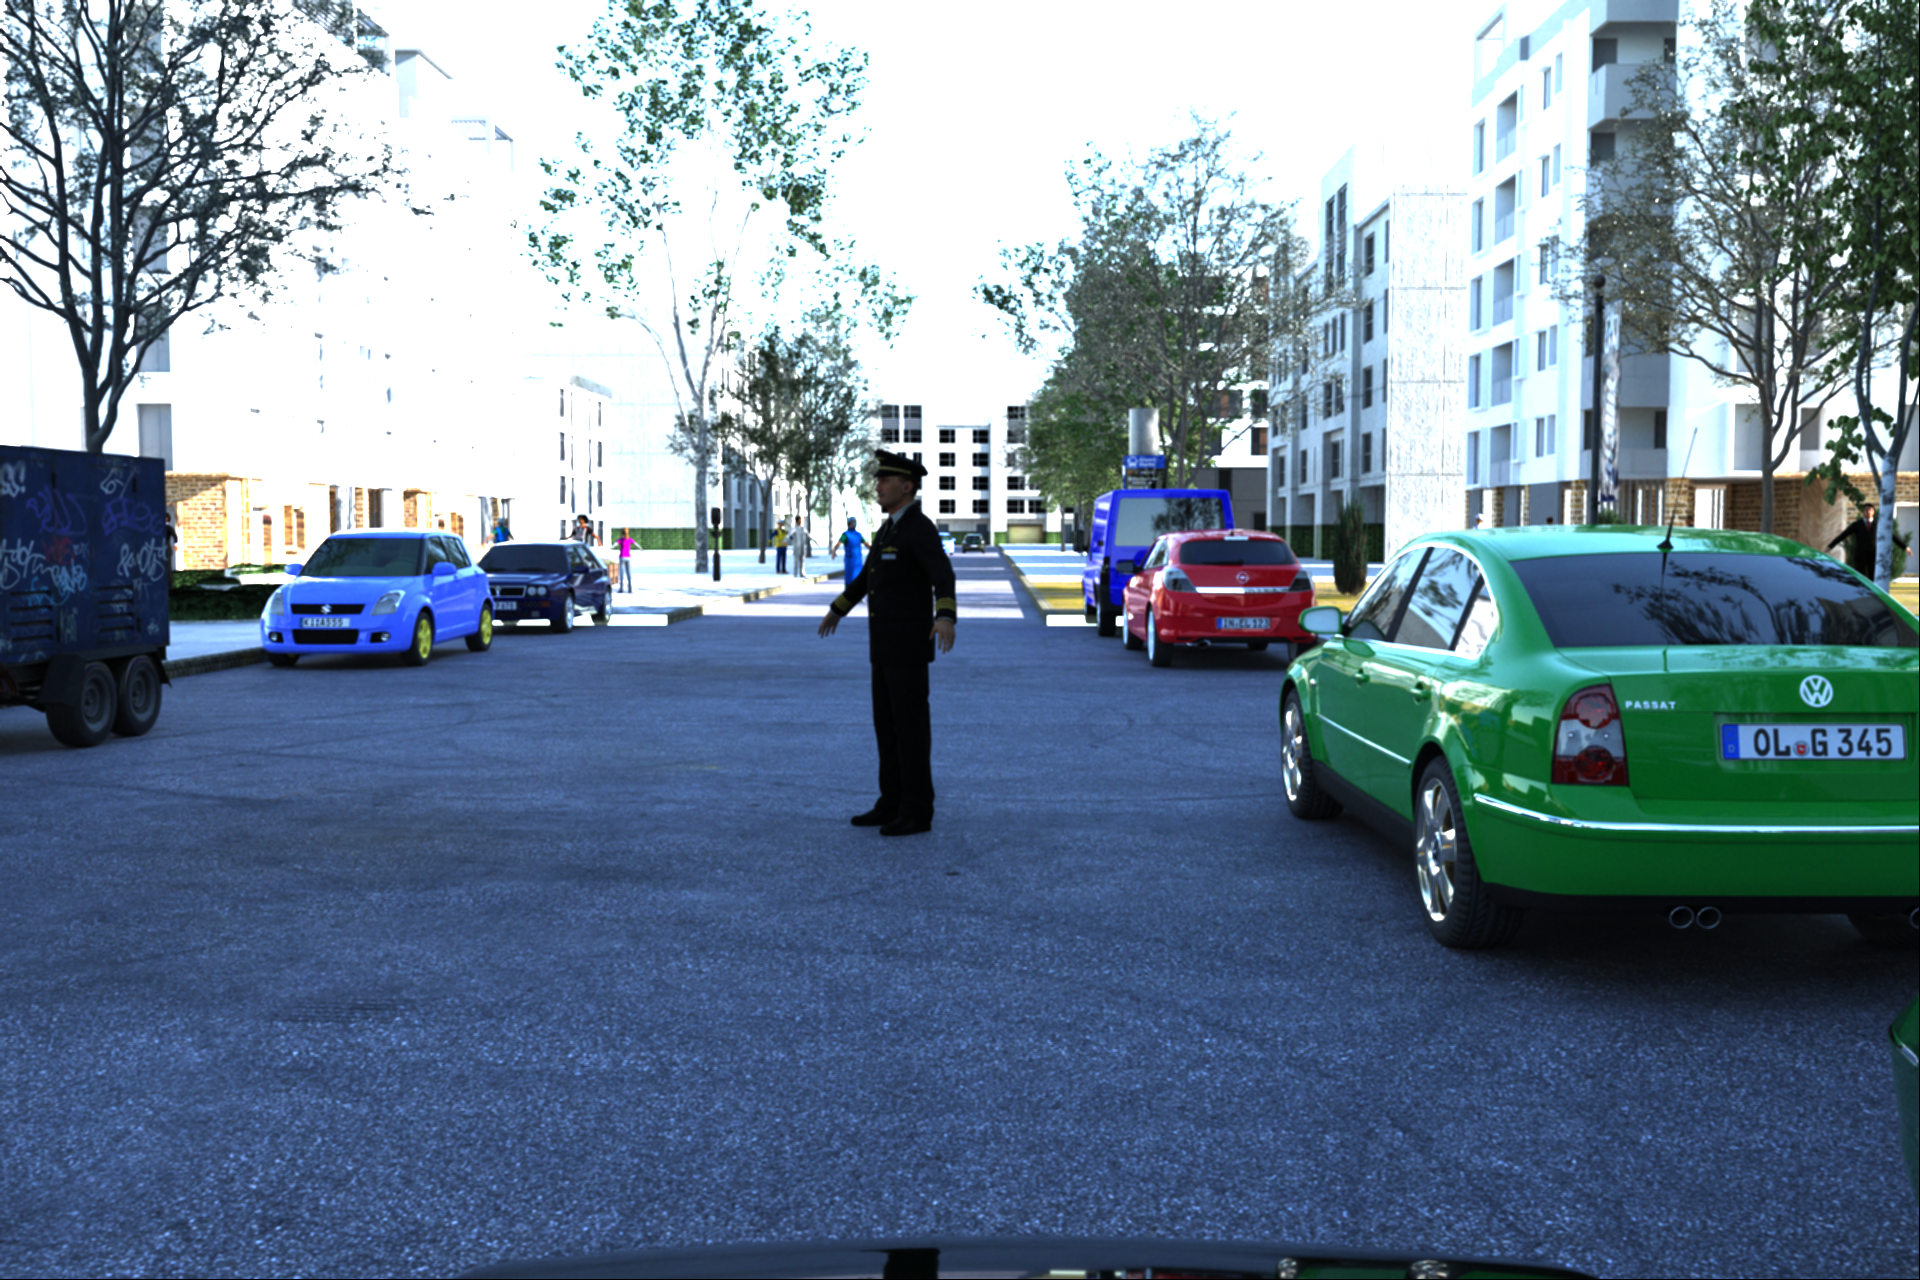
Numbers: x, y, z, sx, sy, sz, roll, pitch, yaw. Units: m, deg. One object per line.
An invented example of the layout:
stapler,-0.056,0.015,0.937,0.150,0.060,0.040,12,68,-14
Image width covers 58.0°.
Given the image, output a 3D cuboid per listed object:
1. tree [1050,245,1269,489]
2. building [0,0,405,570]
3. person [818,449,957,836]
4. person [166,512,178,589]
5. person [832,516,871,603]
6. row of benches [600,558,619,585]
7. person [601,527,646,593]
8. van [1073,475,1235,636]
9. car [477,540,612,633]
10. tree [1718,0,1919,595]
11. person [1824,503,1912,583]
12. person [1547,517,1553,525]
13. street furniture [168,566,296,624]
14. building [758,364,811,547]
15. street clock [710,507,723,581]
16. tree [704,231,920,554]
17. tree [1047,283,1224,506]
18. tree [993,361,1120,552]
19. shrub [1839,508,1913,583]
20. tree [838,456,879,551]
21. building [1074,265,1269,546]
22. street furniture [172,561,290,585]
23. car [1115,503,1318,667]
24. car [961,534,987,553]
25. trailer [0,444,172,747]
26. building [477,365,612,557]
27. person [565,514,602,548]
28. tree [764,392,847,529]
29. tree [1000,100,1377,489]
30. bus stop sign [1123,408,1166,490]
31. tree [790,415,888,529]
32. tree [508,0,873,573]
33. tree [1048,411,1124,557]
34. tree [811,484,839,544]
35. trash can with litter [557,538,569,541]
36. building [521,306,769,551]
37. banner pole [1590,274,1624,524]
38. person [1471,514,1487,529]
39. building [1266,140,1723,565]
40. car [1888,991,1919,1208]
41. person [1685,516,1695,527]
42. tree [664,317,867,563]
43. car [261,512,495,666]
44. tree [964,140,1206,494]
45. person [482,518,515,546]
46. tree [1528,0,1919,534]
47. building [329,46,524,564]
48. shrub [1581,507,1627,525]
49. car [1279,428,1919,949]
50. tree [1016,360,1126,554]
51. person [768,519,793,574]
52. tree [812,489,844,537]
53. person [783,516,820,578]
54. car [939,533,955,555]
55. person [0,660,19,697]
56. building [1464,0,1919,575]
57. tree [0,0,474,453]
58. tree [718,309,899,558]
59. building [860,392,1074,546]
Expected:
tree,6.965,-8.236,60.411,9.928,11.665,9.643,0,3,0
building,-25.982,-11.943,51.685,16.016,20.090,11.380,0,4,1
person,-0.315,0.000,8.388,0.705,1.837,1.347,-2,4,-29
person,-16.630,-1.795,36.064,1.216,1.740,0.721,2,4,34
person,-2.213,-1.683,36.109,0.704,1.817,1.347,3,5,43
row of benches,-8.946,-1.684,42.992,1.422,0.672,4.104,0,4,-6
person,-7.279,-1.729,37.542,0.991,1.433,0.599,-2,4,-27
van,2.888,-1.315,25.889,2.240,2.365,5.245,0,4,0
car,-6.460,-0.834,26.223,1.945,1.354,3.894,0,4,1
tree,9.239,-4.061,16.766,4.737,8.622,4.395,0,3,0
person,15.410,-1.422,29.430,1.347,1.806,0.705,1,4,21
person,17.619,-2.781,51.748,1.348,1.796,0.705,2,4,35
street furniture,-12.243,-0.877,29.967,5.734,0.657,10.072,1,4,11
building,-26.183,-19.459,184.607,16.747,18.905,31.486,0,4,2
street clock,-6.622,-2.602,47.107,0.358,2.002,0.471,0,3,0
tree,-9.214,-15.508,109.446,12.611,20.169,13.585,0,3,0
tree,7.348,-9.444,72.532,7.486,12.596,7.792,0,3,0
tree,7.211,-12.960,122.271,12.009,13.543,11.850,0,3,0
shrub,23.512,-2.451,44.499,1.690,2.028,1.600,0,3,0
tree,-6.821,-11.249,134.287,4.360,8.622,3.978,0,3,0
building,23.558,-18.583,147.806,27.936,21.610,32.646,0,4,1
street furniture,-16.236,-1.689,43.242,5.734,0.657,10.072,2,4,25
car,2.933,-0.681,20.171,2.155,1.783,4.494,0,4,0
car,1.041,-7.330,129.635,2.009,1.686,4.222,0,4,1
trailer,-6.530,-0.257,11.244,1.471,1.999,3.904,0,4,1
building,-24.604,-9.651,99.946,9.099,9.664,28.070,0,4,1
person,-10.405,-2.540,47.670,1.345,1.843,0.704,1,4,20
tree,-8.181,-8.171,83.953,4.360,8.622,3.978,0,3,0
tree,6.329,-8.447,48.485,12.009,13.543,11.850,0,3,0
bus stop sign,3.866,-2.903,36.472,0.837,3.901,0.837,0,4,2
tree,-8.166,-11.725,126.110,8.767,10.594,7.601,-1,4,-23
tree,-8.897,-12.368,58.101,12.611,20.169,13.585,0,3,0
tree,7.156,-9.026,97.943,4.737,8.622,4.395,0,3,0
tree,-17.895,-16.801,225.063,4.737,8.622,4.395,0,3,0
trash can with litter,-7.115,-1.273,31.867,1.678,1.210,2.233,0,4,2
building,-26.924,-17.359,150.272,16.747,18.905,31.486,0,4,1
banner pole,6.159,-1.625,16.579,0.401,3.779,0.863,0,4,1
person,14.609,-2.628,48.825,1.347,1.847,0.705,0,4,-7
building,26.264,-13.459,86.520,16.747,18.905,31.486,0,4,1
car,2.519,0.656,1.066,2.131,1.459,4.920,0,3,0
person,20.472,-2.597,48.682,0.704,1.802,1.346,1,4,20
tree,-8.550,-8.600,75.027,8.767,10.594,7.601,-1,4,-21
car,-6.636,-0.632,19.933,1.945,1.707,3.694,0,4,1
tree,6.131,-14.099,86.404,12.611,20.169,13.585,0,3,0
person,-15.196,-3.127,57.252,0.704,1.817,1.347,3,4,38
tree,16.598,-7.627,35.065,12.009,13.543,11.850,0,3,0
building,-25.862,-12.985,68.721,16.016,20.090,11.380,0,4,1
shrub,17.008,-2.516,45.564,1.690,2.028,1.600,0,3,0
car,2.540,0.088,7.356,1.959,1.807,4.718,0,4,0
tree,7.337,-11.779,110.711,7.486,12.596,7.792,0,3,0
person,-5.718,-3.023,55.891,1.216,1.772,0.721,-3,5,-44
tree,-16.395,-16.423,218.873,4.360,8.622,3.978,0,3,0
person,-4.701,-2.730,50.815,1.347,1.806,0.705,-3,5,-44
car,-1.293,-6.717,119.410,1.945,1.707,3.694,0,4,1
person,-3.772,0.184,5.573,1.348,1.813,0.705,0,4,-5
building,23.962,-12.630,62.918,16.016,20.090,11.380,0,4,1
tree,-12.412,-6.999,24.798,12.009,13.543,11.850,0,3,0
tree,-8.129,-11.244,94.210,12.009,13.543,11.850,0,3,0
building,3.256,-21.741,224.387,31.486,18.905,16.747,0,4,-6
